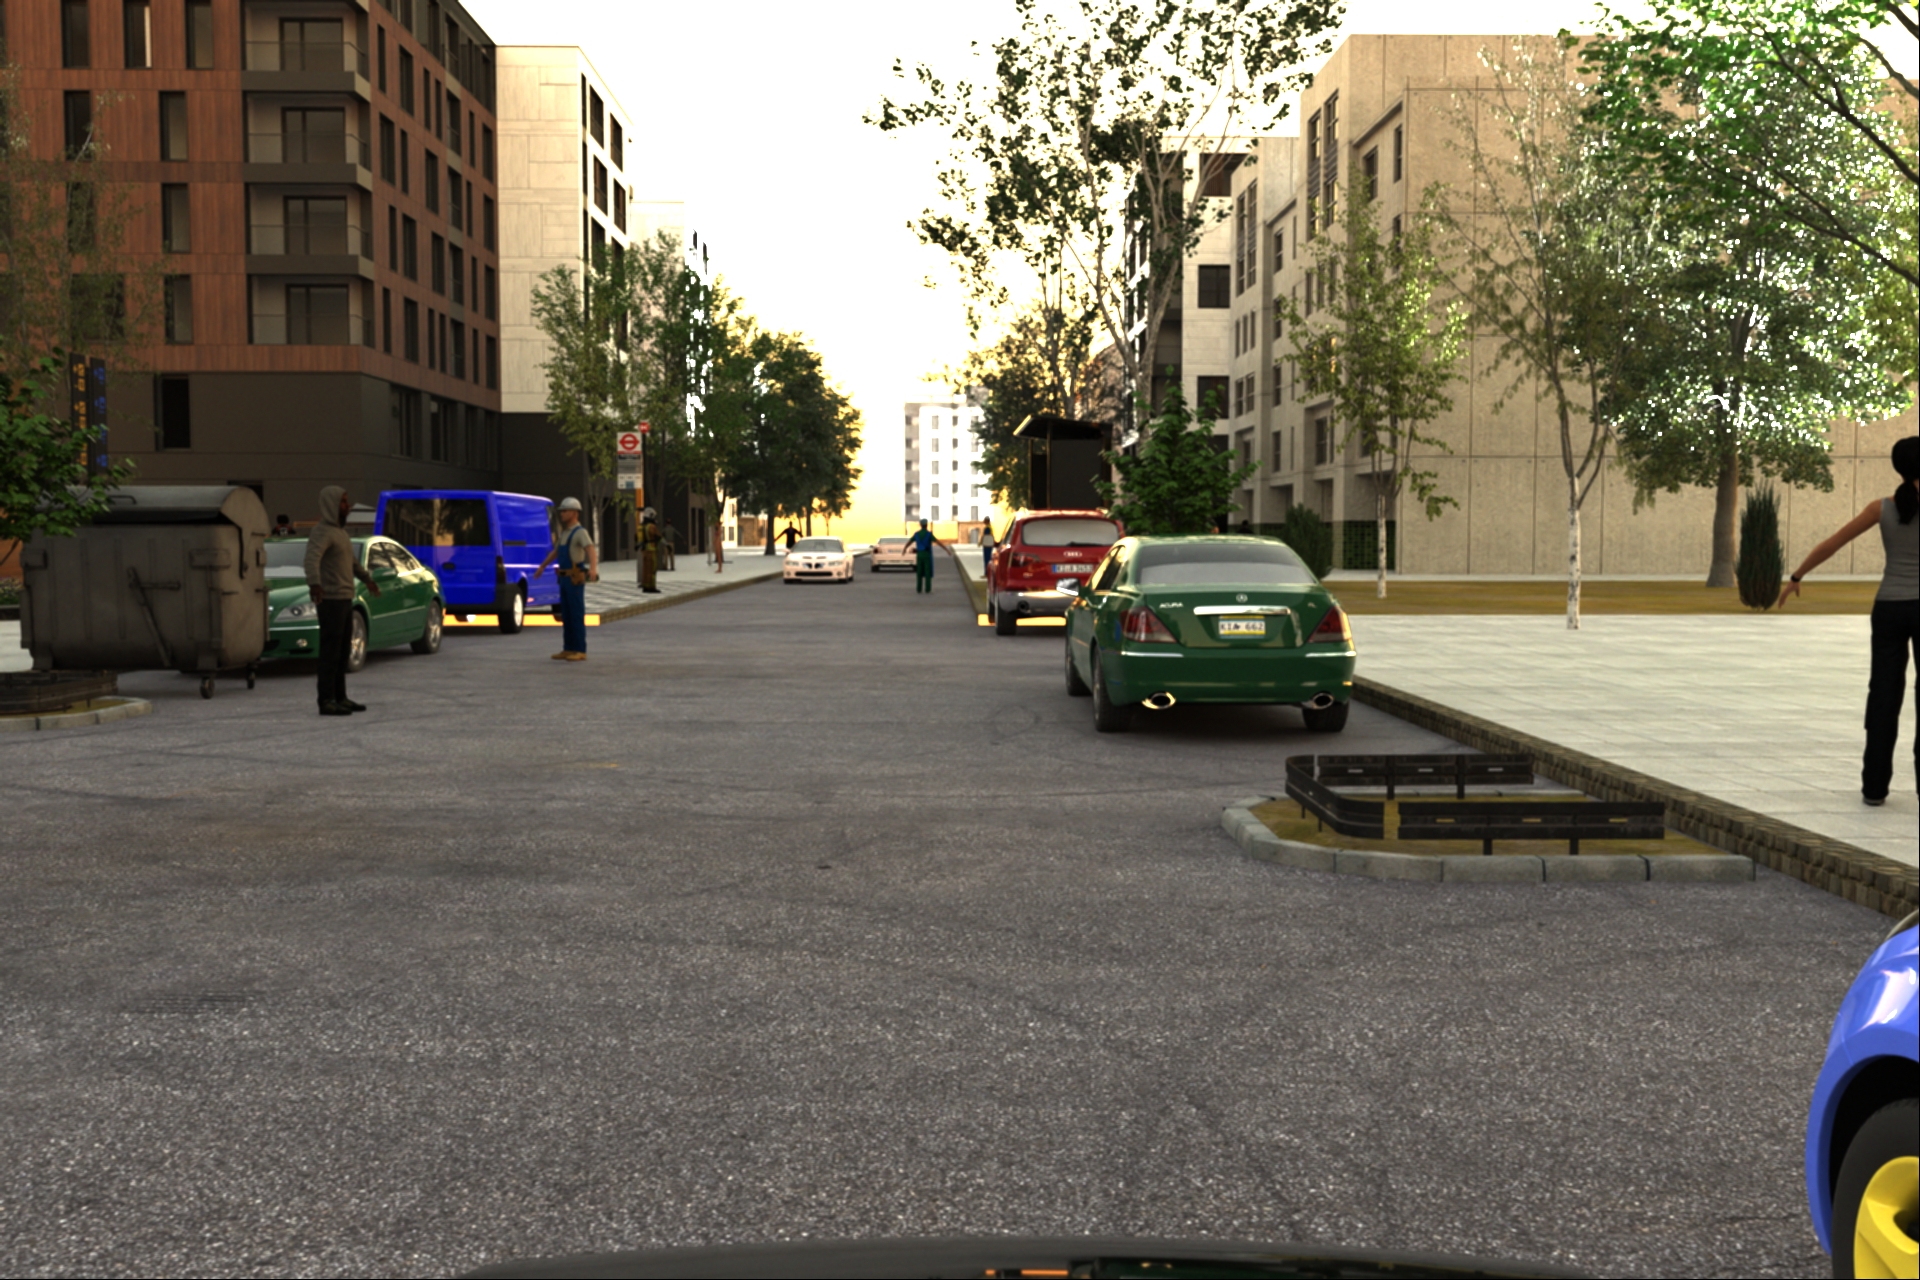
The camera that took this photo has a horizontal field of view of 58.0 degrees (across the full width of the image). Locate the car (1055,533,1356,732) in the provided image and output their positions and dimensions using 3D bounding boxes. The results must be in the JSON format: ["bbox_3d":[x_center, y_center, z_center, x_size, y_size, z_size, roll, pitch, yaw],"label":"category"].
[{"bbox_3d":[1.873,-0.133,13.971,2.131,1.459,4.920,0,4,-1],"label":"car"}]

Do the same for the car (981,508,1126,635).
[{"bbox_3d":[1.476,-1.063,26.058,2.281,1.827,5.304,0,4,-1],"label":"car"}]

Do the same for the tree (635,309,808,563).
[{"bbox_3d":[-10.719,-9.278,77.451,9.928,11.665,9.643,0,3,0],"label":"tree"}]

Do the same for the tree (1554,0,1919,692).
[{"bbox_3d":[8.390,-5.382,13.744,9.928,11.665,9.643,0,3,0],"label":"tree"}]

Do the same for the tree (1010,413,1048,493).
[{"bbox_3d":[4.399,-9.163,100.172,4.360,8.622,3.978,0,3,0],"label":"tree"}]

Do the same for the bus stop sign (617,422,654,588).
[{"bbox_3d":[-7.754,-3.225,41.436,0.855,3.939,0.416,0,4,1],"label":"bus stop sign"}]

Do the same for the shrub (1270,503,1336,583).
[{"bbox_3d":[8.041,-2.263,41.035,1.661,2.075,1.752,0,3,0],"label":"shrub"}]

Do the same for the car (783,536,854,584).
[{"bbox_3d":[-4.166,-2.391,51.448,2.083,1.381,4.827,0,4,0],"label":"car"}]

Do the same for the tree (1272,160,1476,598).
[{"bbox_3d":[8.298,-5.120,34.069,4.737,8.622,4.395,0,3,0],"label":"tree"}]

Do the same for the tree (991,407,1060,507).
[{"bbox_3d":[3.867,-8.705,92.690,4.737,8.622,4.395,0,3,0],"label":"tree"}]

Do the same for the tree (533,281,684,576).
[{"bbox_3d":[-10.525,-6.136,50.688,4.737,8.622,4.395,0,3,0],"label":"tree"}]

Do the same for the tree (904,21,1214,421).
[{"bbox_3d":[3.088,-12.916,67.059,12.611,20.169,13.585,0,3,0],"label":"tree"}]

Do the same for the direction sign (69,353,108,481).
[{"bbox_3d":[-11.100,-1.844,22.140,0.379,3.537,0.876,0,4,-1],"label":"direction sign"}]

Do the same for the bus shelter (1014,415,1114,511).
[{"bbox_3d":[2.182,-2.811,37.240,1.731,3.624,6.357,0,4,-1],"label":"bus shelter"}]

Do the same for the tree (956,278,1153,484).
[{"bbox_3d":[4.764,-10.554,82.921,12.009,13.543,11.850,0,3,0],"label":"tree"}]

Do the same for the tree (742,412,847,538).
[{"bbox_3d":[-11.223,-11.333,119.702,7.601,10.594,8.767,1,4,22],"label":"tree"}]

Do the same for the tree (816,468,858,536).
[{"bbox_3d":[-16.903,-17.958,219.372,9.928,11.665,9.643,0,3,0],"label":"tree"}]

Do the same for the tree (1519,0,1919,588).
[{"bbox_3d":[18.492,-8.252,41.583,9.857,13.997,8.962,0,3,0],"label":"tree"}]

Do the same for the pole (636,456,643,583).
[{"bbox_3d":[-8.345,-3.138,45.156,0.158,3.312,0.155,0,3,0],"label":"pole"}]

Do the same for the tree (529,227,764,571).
[{"bbox_3d":[-10.664,-8.224,60.220,9.928,11.665,9.643,0,3,0],"label":"tree"}]

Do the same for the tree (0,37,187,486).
[{"bbox_3d":[-13.872,-4.669,26.695,4.360,8.622,3.978,0,3,0],"label":"tree"}]

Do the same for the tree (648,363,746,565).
[{"bbox_3d":[-10.487,-7.374,70.921,4.737,8.622,4.395,0,3,0],"label":"tree"}]

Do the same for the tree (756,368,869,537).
[{"bbox_3d":[-11.773,-13.842,132.969,9.857,13.997,8.962,0,3,0],"label":"tree"}]

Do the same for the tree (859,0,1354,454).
[{"bbox_3d":[4.046,-11.825,49.233,12.611,20.169,13.585,0,3,0],"label":"tree"}]

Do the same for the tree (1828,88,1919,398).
[{"bbox_3d":[16.087,-4.753,28.080,4.737,8.622,4.395,0,3,0],"label":"tree"}]

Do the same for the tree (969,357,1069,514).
[{"bbox_3d":[4.039,-11.813,111.266,7.486,12.596,7.792,0,3,0],"label":"tree"}]

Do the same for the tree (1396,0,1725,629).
[{"bbox_3d":[8.463,-4.461,23.303,4.360,8.622,3.978,0,3,0],"label":"tree"}]

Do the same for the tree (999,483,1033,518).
[{"bbox_3d":[8.482,-17.451,219.740,7.601,10.594,8.767,0,4,3],"label":"tree"}]

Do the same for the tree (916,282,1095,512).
[{"bbox_3d":[2.987,-16.890,132.033,12.611,20.169,13.585,0,3,0],"label":"tree"}]

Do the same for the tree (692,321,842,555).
[{"bbox_3d":[-11.554,-12.131,104.992,9.857,13.997,8.962,0,3,0],"label":"tree"}]

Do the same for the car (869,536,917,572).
[{"bbox_3d":[-2.468,-3.317,66.587,2.083,1.381,4.827,0,4,-2],"label":"car"}]
